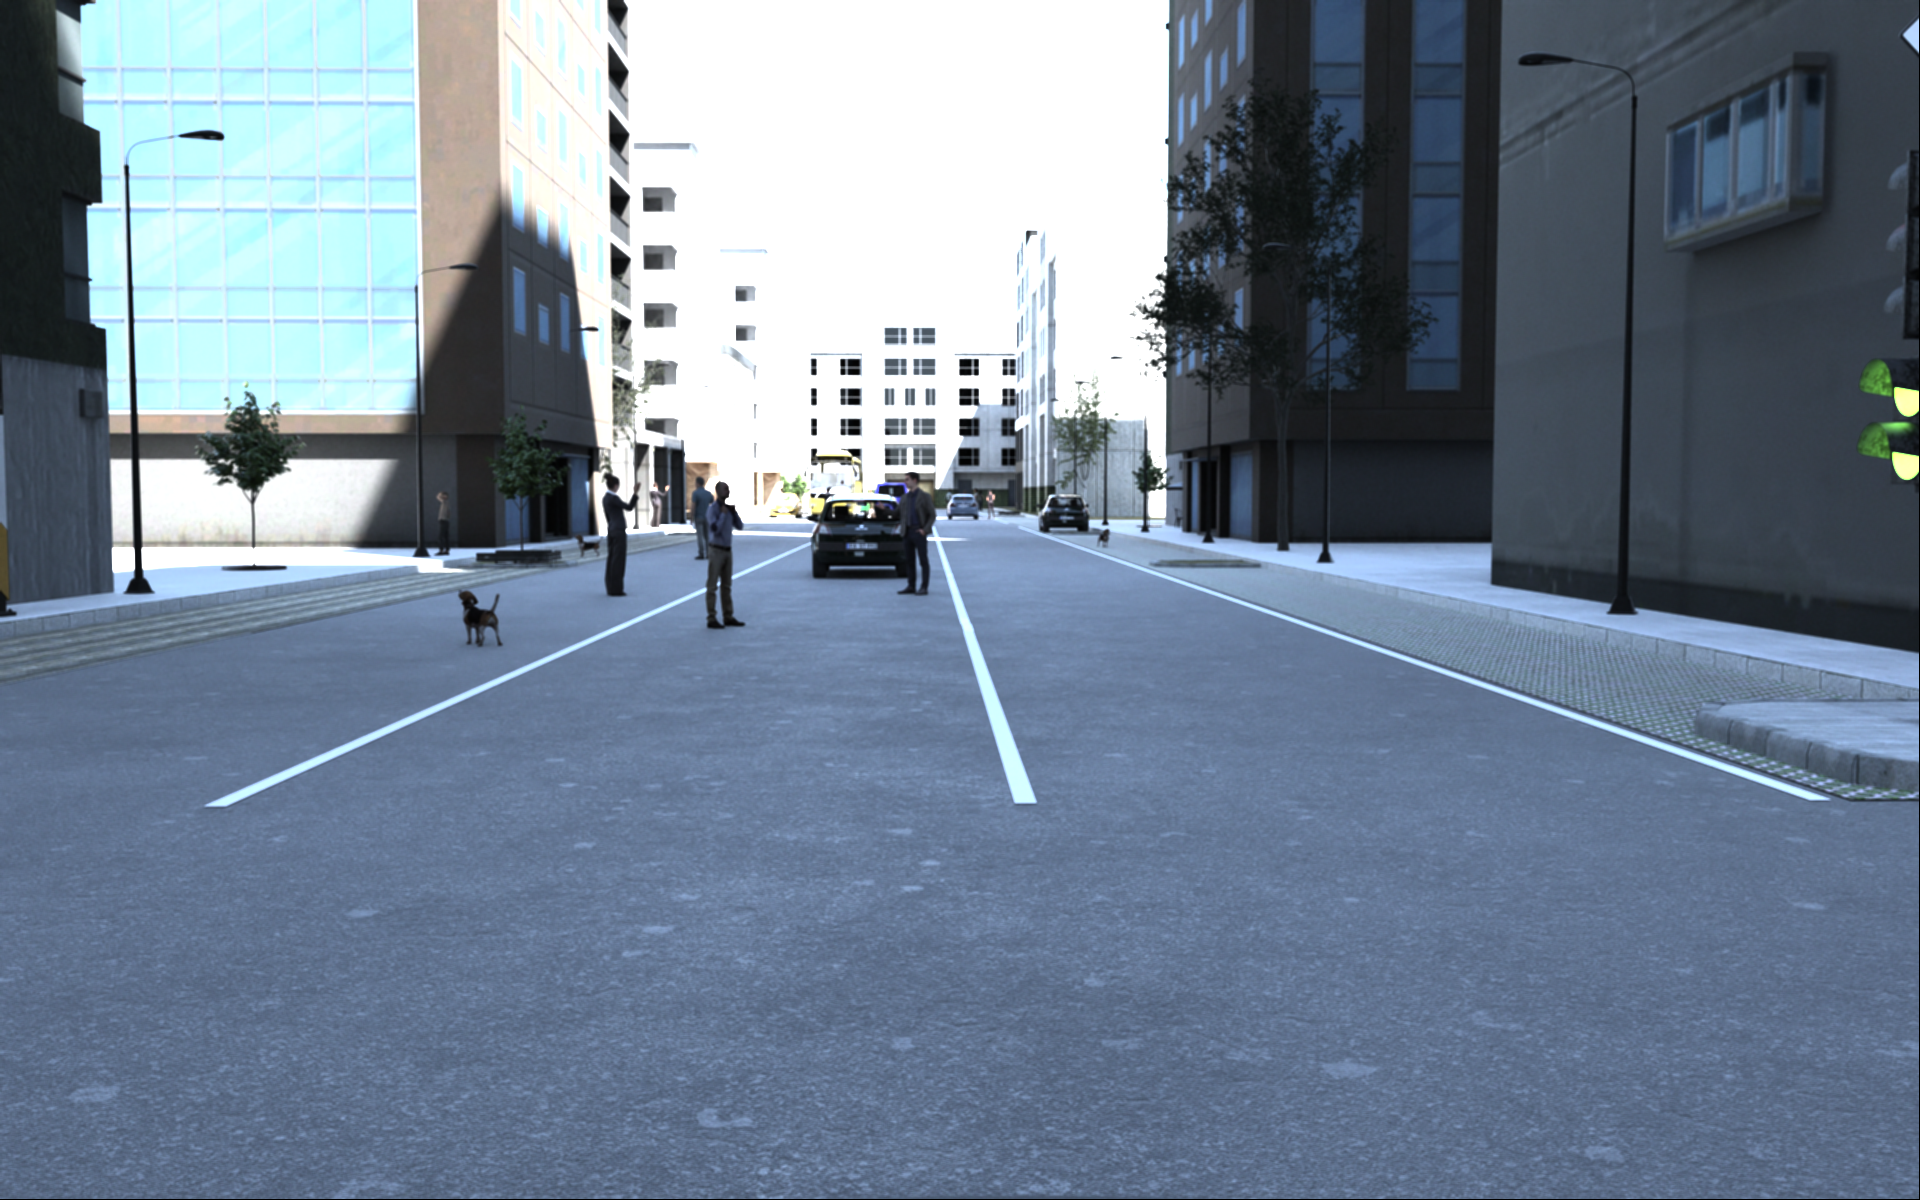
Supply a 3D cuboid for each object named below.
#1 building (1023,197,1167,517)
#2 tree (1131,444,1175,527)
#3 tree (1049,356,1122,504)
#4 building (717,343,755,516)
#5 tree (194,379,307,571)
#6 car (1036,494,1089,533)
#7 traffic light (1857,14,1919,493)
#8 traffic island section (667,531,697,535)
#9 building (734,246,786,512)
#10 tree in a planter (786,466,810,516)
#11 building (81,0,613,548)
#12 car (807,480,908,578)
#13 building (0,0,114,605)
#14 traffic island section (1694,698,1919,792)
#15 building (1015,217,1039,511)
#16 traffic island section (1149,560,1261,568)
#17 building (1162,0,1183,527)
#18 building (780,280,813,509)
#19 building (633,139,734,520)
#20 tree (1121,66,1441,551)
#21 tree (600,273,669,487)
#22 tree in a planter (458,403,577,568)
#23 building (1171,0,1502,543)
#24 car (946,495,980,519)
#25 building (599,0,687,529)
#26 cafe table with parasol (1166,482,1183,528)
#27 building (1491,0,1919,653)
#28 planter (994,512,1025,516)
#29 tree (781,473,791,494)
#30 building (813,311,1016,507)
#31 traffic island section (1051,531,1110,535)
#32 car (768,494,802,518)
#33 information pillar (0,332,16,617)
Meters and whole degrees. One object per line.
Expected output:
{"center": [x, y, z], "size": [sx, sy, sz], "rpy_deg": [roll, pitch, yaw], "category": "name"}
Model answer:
{"center": [13.390, -15.012, 111.910], "size": [16.747, 18.905, 31.486], "rpy_deg": [0, 4, -1], "category": "building"}
{"center": [7.321, -4.439, 67.182], "size": [1.663, 3.219, 1.824], "rpy_deg": [0, 3, 0], "category": "tree"}
{"center": [6.691, -8.725, 93.020], "size": [4.737, 8.622, 4.395], "rpy_deg": [0, 3, 0], "category": "tree"}
{"center": [-17.645, -10.301, 110.572], "size": [9.099, 9.664, 28.070], "rpy_deg": [0, 4, -1], "category": "building"}
{"center": [-12.170, -2.130, 29.426], "size": [1.663, 3.219, 1.824], "rpy_deg": [0, 3, 0], "category": "tree"}
{"center": [3.907, -3.400, 65.375], "size": [2.009, 1.686, 4.222], "rpy_deg": [0, 3, 0], "category": "car"}
{"center": [5.318, -1.245, 9.280], "size": [0.839, 4.253, 0.868], "rpy_deg": [0, 4, -1], "category": "traffic light"}
{"center": [-9.226, -2.352, 61.314], "size": [1.991, 0.108, 1.994], "rpy_deg": [0, 4, -1], "category": "traffic island section"}
{"center": [-21.268, -16.738, 130.084], "size": [16.016, 20.091, 11.380], "rpy_deg": [0, 4, -1], "category": "building"}
{"center": [-10.300, -6.946, 110.796], "size": [1.991, 3.239, 1.994], "rpy_deg": [0, 4, -1], "category": "tree in a planter"}
{"center": [-17.723, -24.233, 46.321], "size": [14.600, 45.320, 14.200], "rpy_deg": [0, 4, -1], "category": "building"}
{"center": [-1.758, -1.303, 31.092], "size": [2.009, 1.686, 4.222], "rpy_deg": [0, 4, -3], "category": "car"}
{"center": [-17.923, -14.862, 14.703], "size": [14.160, 30.474, 14.107], "rpy_deg": [0, 4, -1], "category": "building"}
{"center": [5.358, 0.788, 9.395], "size": [2.009, 0.180, 2.903], "rpy_deg": [0, 4, -1], "category": "traffic island section"}
{"center": [18.425, -18.395, 144.730], "size": [27.936, 21.610, 32.646], "rpy_deg": [0, 4, -1], "category": "building"}
{"center": [4.807, -0.709, 34.466], "size": [1.991, 0.108, 1.994], "rpy_deg": [0, 4, -1], "category": "traffic island section"}
{"center": [15.513, -18.454, 73.421], "size": [14.160, 30.474, 14.107], "rpy_deg": [0, 4, -1], "category": "building"}
{"center": [-29.446, -17.423, 151.319], "size": [31.486, 18.905, 16.747], "rpy_deg": [0, 4, -1], "category": "building"}
{"center": [-20.634, -14.307, 90.340], "size": [16.016, 20.091, 11.380], "rpy_deg": [0, 4, -1], "category": "building"}
{"center": [7.006, -6.384, 38.791], "size": [7.601, 10.594, 8.767], "rpy_deg": [-2, 4, -26], "category": "tree"}
{"center": [-11.776, -6.514, 56.860], "size": [4.360, 8.622, 3.978], "rpy_deg": [0, 3, 0], "category": "tree"}
{"center": [-8.643, -2.254, 34.070], "size": [1.991, 3.239, 1.994], "rpy_deg": [0, 4, -1], "category": "tree in a planter"}
{"center": [14.232, -24.508, 50.823], "size": [14.600, 45.320, 14.200], "rpy_deg": [0, 4, -1], "category": "building"}
{"center": [0.176, -5.345, 99.390], "size": [2.014, 1.417, 4.499], "rpy_deg": [0, 4, 0], "category": "car"}
{"center": [-22.376, -38.688, 70.795], "size": [20.563, 71.187, 20.611], "rpy_deg": [0, 4, -1], "category": "building"}
{"center": [8.857, -3.635, 64.302], "size": [2.610, 1.966, 2.610], "rpy_deg": [0, 4, -7], "category": "cafe table with parasol"}
{"center": [18.102, -24.171, 18.898], "size": [21.600, 48.544, 21.300], "rpy_deg": [0, 4, -1], "category": "building"}
{"center": [3.140, -5.507, 111.185], "size": [1.991, 0.319, 1.994], "rpy_deg": [0, 4, -1], "category": "planter"}
{"center": [-14.446, -8.931, 140.624], "size": [1.663, 3.219, 1.824], "rpy_deg": [0, 3, 0], "category": "tree"}
{"center": [-9.241, -18.941, 176.143], "size": [31.486, 18.905, 16.747], "rpy_deg": [0, 4, -1], "category": "building"}
{"center": [4.232, -2.357, 61.403], "size": [1.991, 0.108, 1.994], "rpy_deg": [0, 4, -1], "category": "traffic island section"}
{"center": [-10.365, -5.684, 103.151], "size": [2.015, 1.641, 3.980], "rpy_deg": [0, 4, -1], "category": "car"}
{"center": [-10.086, -1.626, 17.941], "size": [0.183, 3.616, 0.504], "rpy_deg": [0, 4, 8], "category": "information pillar"}
